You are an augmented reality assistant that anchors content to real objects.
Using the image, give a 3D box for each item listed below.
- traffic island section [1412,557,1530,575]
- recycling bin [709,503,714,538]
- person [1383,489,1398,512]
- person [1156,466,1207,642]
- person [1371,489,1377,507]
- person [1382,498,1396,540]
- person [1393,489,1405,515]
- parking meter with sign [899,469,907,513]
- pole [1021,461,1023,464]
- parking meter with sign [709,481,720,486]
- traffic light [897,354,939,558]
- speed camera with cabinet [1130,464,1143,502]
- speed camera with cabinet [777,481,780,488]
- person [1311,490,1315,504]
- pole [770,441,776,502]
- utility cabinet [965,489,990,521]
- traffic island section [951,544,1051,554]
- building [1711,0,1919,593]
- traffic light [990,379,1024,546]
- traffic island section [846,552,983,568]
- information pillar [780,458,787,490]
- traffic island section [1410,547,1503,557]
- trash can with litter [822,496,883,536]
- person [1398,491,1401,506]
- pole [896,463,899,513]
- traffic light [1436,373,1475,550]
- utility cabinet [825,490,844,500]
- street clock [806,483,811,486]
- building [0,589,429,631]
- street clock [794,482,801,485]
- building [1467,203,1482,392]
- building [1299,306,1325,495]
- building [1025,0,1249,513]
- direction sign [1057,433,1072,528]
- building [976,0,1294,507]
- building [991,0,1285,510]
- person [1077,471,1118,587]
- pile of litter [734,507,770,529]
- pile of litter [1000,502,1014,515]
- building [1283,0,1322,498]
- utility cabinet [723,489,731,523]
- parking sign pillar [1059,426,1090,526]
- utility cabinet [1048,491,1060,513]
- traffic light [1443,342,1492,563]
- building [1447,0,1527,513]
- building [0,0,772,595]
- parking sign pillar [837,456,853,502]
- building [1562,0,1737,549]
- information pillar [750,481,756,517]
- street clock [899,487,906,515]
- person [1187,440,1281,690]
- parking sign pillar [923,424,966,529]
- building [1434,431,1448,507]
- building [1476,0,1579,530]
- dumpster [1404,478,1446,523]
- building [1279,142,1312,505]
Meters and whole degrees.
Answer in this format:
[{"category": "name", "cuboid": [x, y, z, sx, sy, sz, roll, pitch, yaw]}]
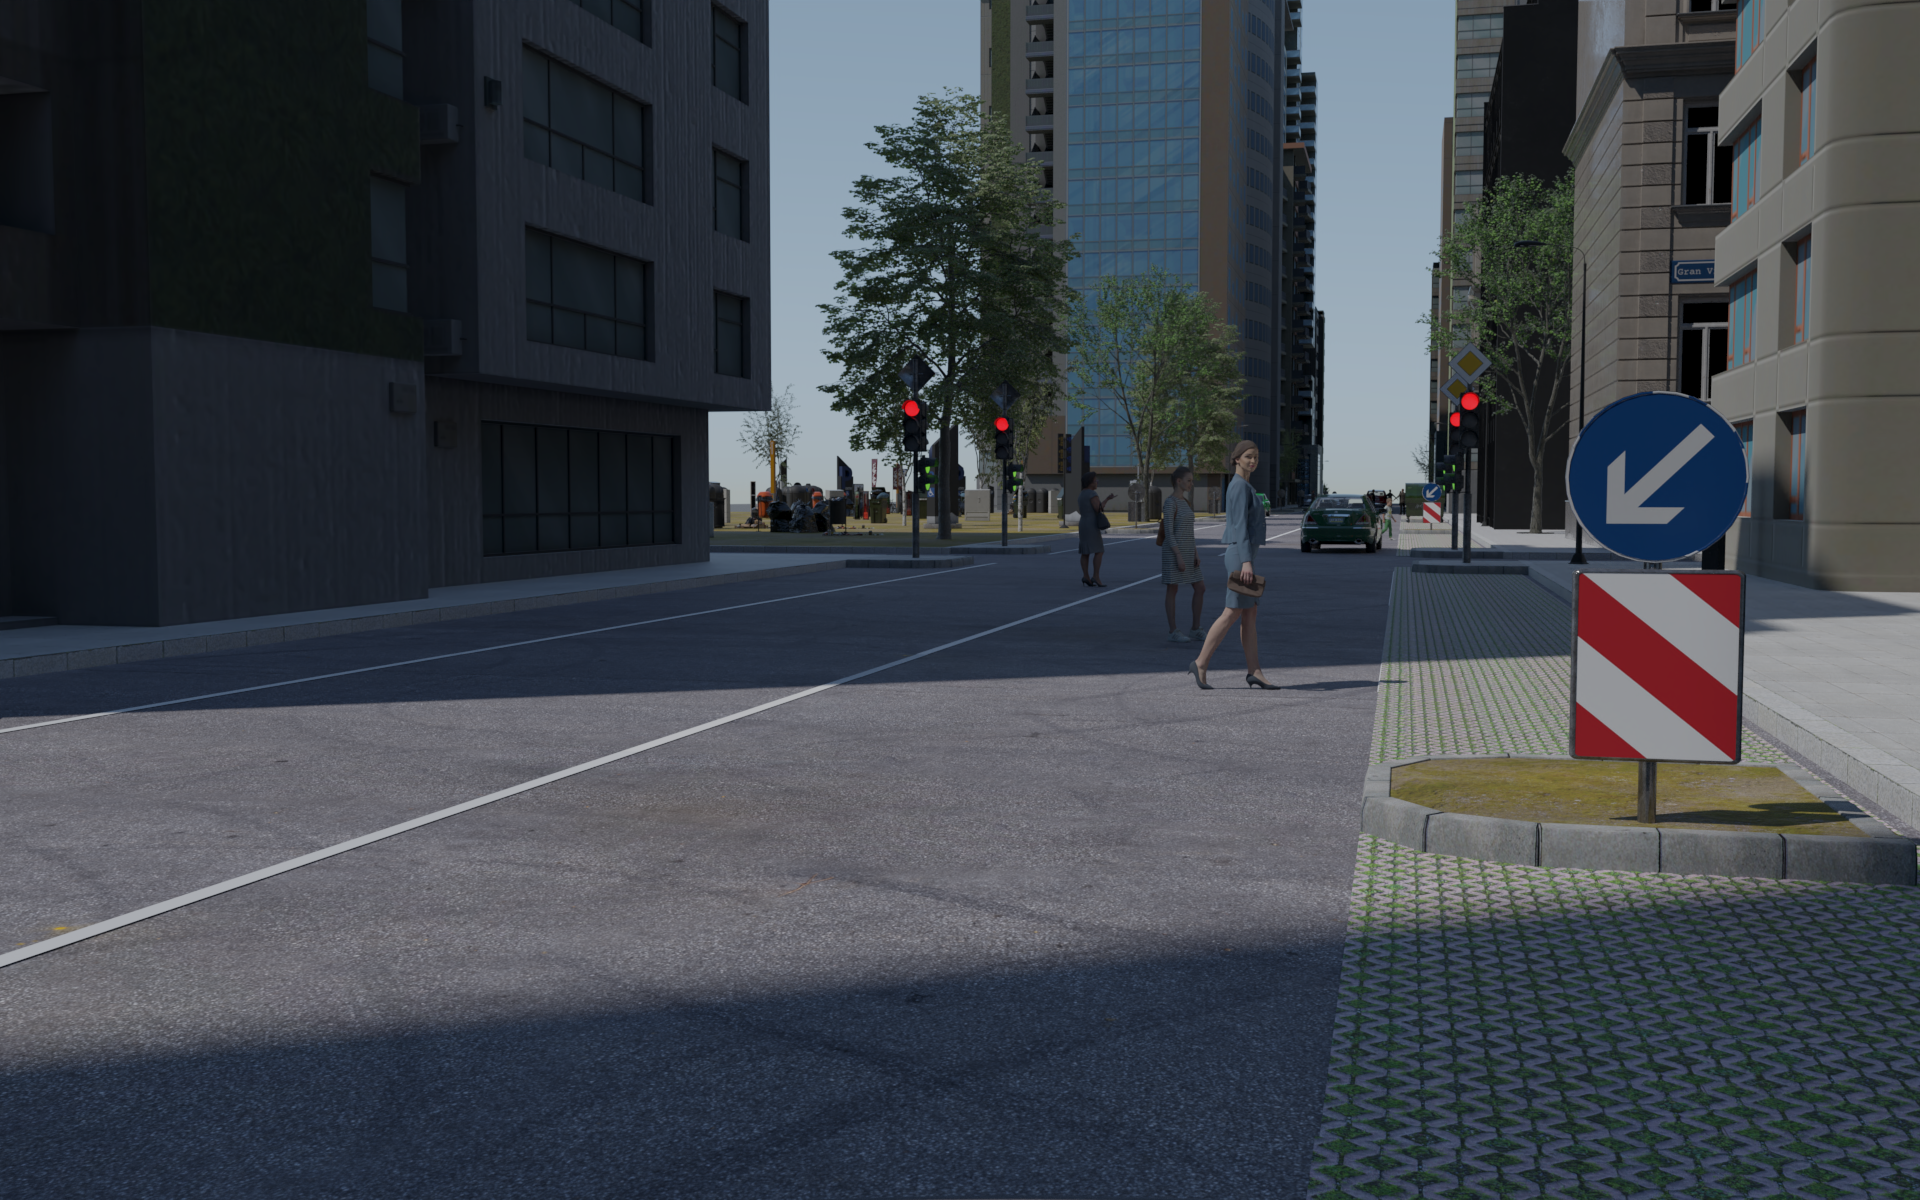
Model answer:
[{"category": "traffic island section", "cuboid": [9.448, -0.609, 32.231, 2.009, 0.180, 2.903, 1, 4, 14]}, {"category": "recycling bin", "cuboid": [-7.690, -2.366, 51.237, 0.722, 1.027, 0.722, -1, 4, -17]}, {"category": "person", "cuboid": [34.427, -7.948, 138.590, 1.348, 1.807, 0.705, 3, 5, 42]}, {"category": "person", "cuboid": [2.142, -0.448, 16.831, 0.522, 1.701, 0.512, 2, 4, 34]}, {"category": "person", "cuboid": [32.049, -7.684, 134.138, 0.705, 1.822, 1.348, 2, 4, 30]}, {"category": "person", "cuboid": [13.262, -2.514, 53.845, 0.590, 1.304, 0.306, 2, 4, 27]}, {"category": "person", "cuboid": [30.431, -6.758, 119.126, 1.348, 1.807, 0.705, -1, 4, -11]}, {"category": "parking meter with sign", "cuboid": [-4.088, -7.553, 119.747, 0.543, 3.016, 1.738, -1, 4, -12]}, {"category": "pole", "cuboid": [3.823, -6.849, 105.824, 0.158, 3.312, 0.155, 0, 3, 0]}, {"category": "parking meter with sign", "cuboid": [-14.890, -6.660, 105.151, 0.543, 3.016, 1.738, 2, 4, 35]}, {"category": "traffic light", "cuboid": [-0.872, -2.802, 34.740, 0.839, 4.253, 0.868, 1, 4, 14]}, {"category": "speed camera with cabinet", "cuboid": [12.072, -7.317, 113.969, 2.038, 3.252, 0.660, -3, 5, -42]}, {"category": "speed camera with cabinet", "cuboid": [-11.751, -7.618, 118.891, 2.038, 3.252, 0.660, -3, 5, -39]}, {"category": "person", "cuboid": [31.656, -8.912, 154.741, 0.617, 1.759, 0.750, -2, 4, -31]}, {"category": "pole", "cuboid": [-7.160, -4.436, 66.364, 0.158, 3.312, 0.155, 0, 3, 0]}, {"category": "utility cabinet", "cuboid": [0.824, -4.470, 81.769, 1.173, 1.500, 0.318, 0, 4, 7]}, {"category": "traffic island section", "cuboid": [1.077, -1.244, 42.619, 2.009, 0.180, 2.903, 1, 4, 14]}, {"category": "building", "cuboid": [23.383, -10.299, 13.431, 27.650, 21.520, 28.899, 1, 4, 14]}, {"category": "traffic light", "cuboid": [1.114, -3.275, 42.475, 0.839, 4.253, 0.868, 1, 4, 14]}, {"category": "traffic island section", "cuboid": [-0.908, -0.771, 34.884, 2.009, 0.180, 2.903, 1, 4, 14]}, {"category": "information pillar", "cuboid": [-11.402, -7.392, 112.217, 0.504, 3.616, 0.183, -3, 4, -38]}, {"category": "traffic island section", "cuboid": [11.433, -1.082, 39.967, 2.009, 0.180, 2.903, 1, 4, 14]}, {"category": "trash can with litter", "cuboid": [-3.374, -2.606, 53.667, 2.233, 1.210, 1.678, -1, 4, -22]}, {"category": "person", "cuboid": [53.137, -12.250, 208.796, 0.705, 1.822, 1.348, -1, 4, -17]}, {"category": "pole", "cuboid": [-4.126, -7.376, 114.434, 0.158, 3.312, 0.155, 0, 3, 0]}, {"category": "traffic light", "cuboid": [11.397, -3.116, 39.862, 0.839, 4.253, 0.868, 1, 4, 14]}, {"category": "utility cabinet", "cuboid": [-6.469, -4.949, 89.597, 0.318, 1.500, 1.173, 2, 4, 34]}, {"category": "street clock", "cuboid": [-10.227, -6.864, 116.802, 0.358, 2.002, 0.471, 1, 4, 17]}, {"category": "building", "cuboid": [-15.032, -14.909, 15.456, 14.160, 30.474, 14.107, 1, 4, 14]}, {"category": "street clock", "cuboid": [-9.883, -6.167, 105.396, 0.471, 2.002, 0.358, 0, 4, 2]}, {"category": "building", "cuboid": [34.679, -16.738, 92.744, 14.460, 24.649, 34.723, 1, 4, 14]}, {"category": "building", "cuboid": [48.001, -30.098, 263.796, 14.160, 30.474, 14.107, 1, 4, 14]}, {"category": "building", "cuboid": [13.150, -29.069, 125.388, 14.600, 45.320, 14.200, 1, 4, 14]}, {"category": "direction sign", "cuboid": [3.921, -4.467, 65.035, 0.379, 3.537, 0.876, 3, 4, 38]}, {"category": "building", "cuboid": [18.087, -35.817, 174.849, 28.713, 52.752, 27.495, 1, 4, 14]}, {"category": "building", "cuboid": [15.652, -36.954, 146.195, 21.231, 58.520, 28.212, 1, 4, 14]}, {"category": "person", "cuboid": [2.138, -1.096, 26.785, 0.532, 1.782, 0.716, -2, 4, -24]}, {"category": "pile of litter", "cuboid": [-7.688, -3.098, 64.617, 1.176, 0.858, 1.719, -3, 5, -42]}, {"category": "pile of litter", "cuboid": [3.126, -5.787, 108.588, 1.176, 0.858, 1.719, -1, 4, -11]}, {"category": "building", "cuboid": [39.639, -56.778, 240.985, 22.319, 86.520, 31.000, 1, 4, 14]}, {"category": "utility cabinet", "cuboid": [-10.705, -4.149, 76.515, 1.173, 1.500, 0.318, 2, 4, 28]}, {"category": "parking sign pillar", "cuboid": [4.708, -4.965, 69.657, 1.447, 3.967, 1.447, -2, 4, -28]}, {"category": "utility cabinet", "cuboid": [6.376, -6.422, 113.679, 1.173, 1.500, 0.318, -2, 4, -29]}, {"category": "traffic light", "cuboid": [9.412, -2.643, 32.127, 0.839, 4.253, 0.868, 1, 4, 14]}, {"category": "building", "cuboid": [41.221, -26.671, 119.673, 14.154, 41.232, 14.086, 1, 4, 14]}, {"category": "building", "cuboid": [-11.331, -15.827, 30.474, 14.107, 30.474, 14.160, 1, 4, 14]}, {"category": "parking sign pillar", "cuboid": [-8.078, -8.159, 121.877, 1.447, 3.967, 1.447, 3, 4, 39]}, {"category": "building", "cuboid": [27.869, -14.899, 40.857, 25.104, 27.353, 12.463, 1, 4, 14]}, {"category": "information pillar", "cuboid": [-11.832, -5.783, 99.047, 0.304, 2.012, 0.304, -1, 4, -11]}, {"category": "street clock", "cuboid": [-3.622, -6.332, 108.094, 0.471, 2.002, 0.358, 0, 4, 3]}, {"category": "person", "cuboid": [2.020, -0.254, 12.681, 0.654, 1.822, 0.581, 2, 4, 23]}, {"category": "parking sign pillar", "cuboid": [-0.639, -4.635, 64.254, 1.447, 3.967, 1.447, 3, 5, 42]}, {"category": "building", "cuboid": [58.010, -52.214, 166.369, 22.319, 86.520, 31.000, 1, 4, 14]}, {"category": "building", "cuboid": [27.190, -14.571, 67.916, 12.332, 23.373, 15.834, 1, 4, 14]}, {"category": "dumpster", "cuboid": [23.062, -4.951, 85.894, 1.985, 2.255, 1.502, 1, 4, 15]}, {"category": "building", "cuboid": [31.530, -34.181, 213.490, 22.147, 44.769, 28.867, 1, 4, 14]}]
